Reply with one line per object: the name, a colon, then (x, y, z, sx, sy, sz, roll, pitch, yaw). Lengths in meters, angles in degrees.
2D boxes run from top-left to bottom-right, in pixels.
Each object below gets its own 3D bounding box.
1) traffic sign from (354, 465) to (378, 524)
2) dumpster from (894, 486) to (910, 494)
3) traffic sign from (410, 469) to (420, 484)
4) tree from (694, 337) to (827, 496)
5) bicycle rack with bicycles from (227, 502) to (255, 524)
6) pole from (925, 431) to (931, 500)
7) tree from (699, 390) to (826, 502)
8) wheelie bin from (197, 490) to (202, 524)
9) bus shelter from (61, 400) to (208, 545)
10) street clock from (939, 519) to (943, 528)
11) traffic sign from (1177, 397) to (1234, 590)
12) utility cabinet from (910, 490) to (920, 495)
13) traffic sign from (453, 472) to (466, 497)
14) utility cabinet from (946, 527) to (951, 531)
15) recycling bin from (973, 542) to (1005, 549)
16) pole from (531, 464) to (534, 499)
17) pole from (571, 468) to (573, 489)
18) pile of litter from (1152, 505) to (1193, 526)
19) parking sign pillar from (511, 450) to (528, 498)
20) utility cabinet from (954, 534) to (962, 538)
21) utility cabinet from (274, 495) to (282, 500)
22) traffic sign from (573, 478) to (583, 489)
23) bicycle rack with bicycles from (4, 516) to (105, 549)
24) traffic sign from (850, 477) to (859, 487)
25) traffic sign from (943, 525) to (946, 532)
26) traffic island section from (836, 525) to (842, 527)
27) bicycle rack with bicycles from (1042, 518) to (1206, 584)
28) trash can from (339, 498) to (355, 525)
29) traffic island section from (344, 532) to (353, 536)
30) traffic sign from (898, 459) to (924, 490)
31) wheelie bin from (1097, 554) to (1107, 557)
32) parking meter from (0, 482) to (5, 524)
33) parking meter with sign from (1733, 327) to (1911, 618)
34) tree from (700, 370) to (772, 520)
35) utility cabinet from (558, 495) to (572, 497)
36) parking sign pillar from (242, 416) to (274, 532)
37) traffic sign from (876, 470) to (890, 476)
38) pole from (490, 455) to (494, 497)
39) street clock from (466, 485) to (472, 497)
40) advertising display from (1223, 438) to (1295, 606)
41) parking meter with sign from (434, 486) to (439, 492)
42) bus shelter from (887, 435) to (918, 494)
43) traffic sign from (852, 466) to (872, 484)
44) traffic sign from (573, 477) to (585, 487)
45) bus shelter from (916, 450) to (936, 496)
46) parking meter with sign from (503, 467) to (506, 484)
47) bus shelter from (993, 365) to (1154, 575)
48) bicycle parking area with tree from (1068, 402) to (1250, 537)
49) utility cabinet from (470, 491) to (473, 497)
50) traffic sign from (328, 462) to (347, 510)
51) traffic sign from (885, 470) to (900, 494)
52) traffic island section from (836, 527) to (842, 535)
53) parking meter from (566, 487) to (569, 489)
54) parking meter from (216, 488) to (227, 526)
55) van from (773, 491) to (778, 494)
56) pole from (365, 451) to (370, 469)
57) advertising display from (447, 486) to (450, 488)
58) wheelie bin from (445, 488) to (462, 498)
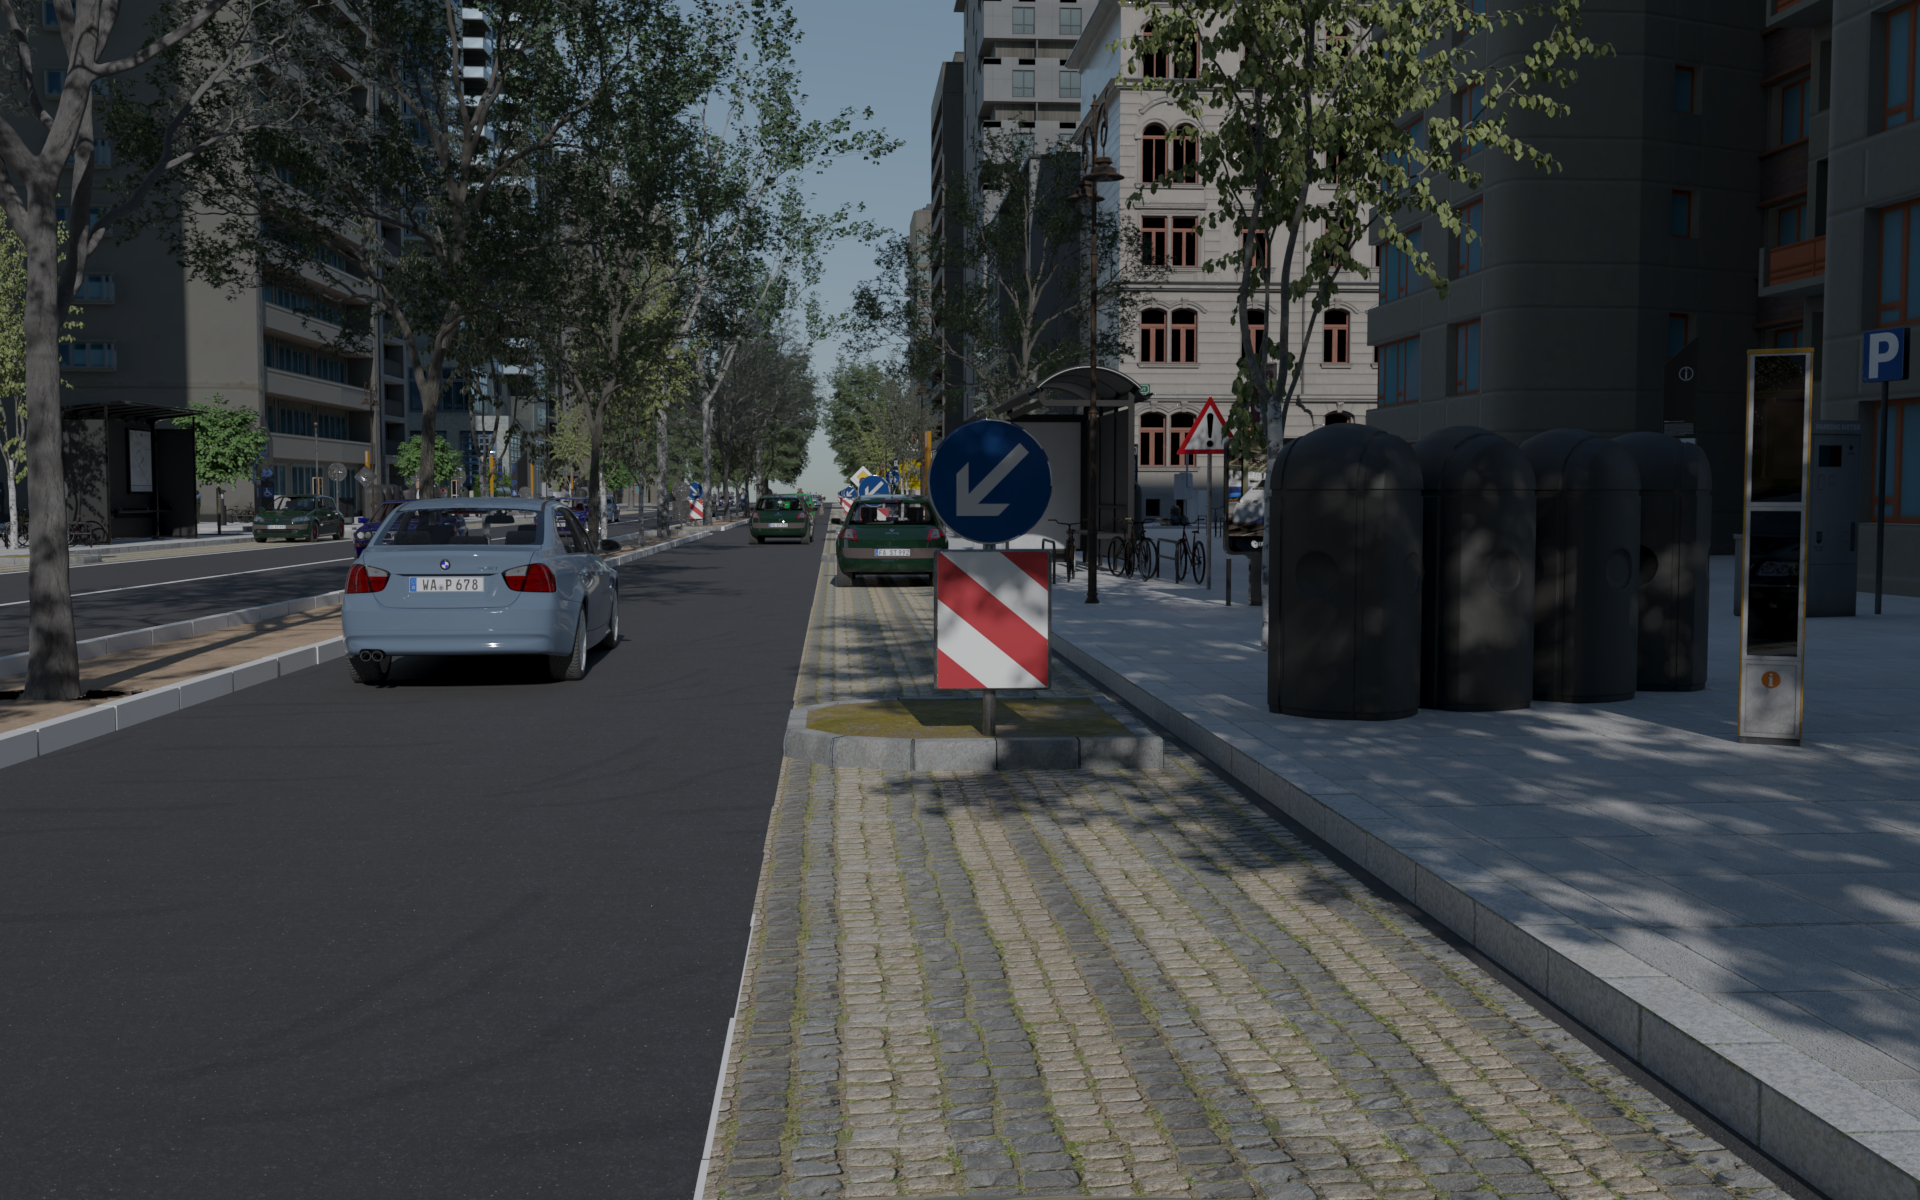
traffic sign: (-20.631, -3.457, 60.168, 0.795, 2.450, 0.064, 0, 4, -4)
dumpster: (-3.239, -6.255, 104.760, 1.502, 2.255, 1.985, 0, 4, -4)
traffic sign: (-21.208, -3.944, 68.133, 0.795, 2.450, 0.064, 0, 4, -4)
tree: (-14.598, -13.415, 128.447, 9.857, 13.997, 8.962, 0, 3, 0)
bicycle rack with bicycles: (-31.018, -3.853, 76.385, 2.925, 0.926, 2.852, 0, 4, -3)
pole: (-1.037, -3.810, 56.135, 0.158, 3.312, 0.155, 0, 3, 0)
tree: (-15.556, -13.428, 139.014, 9.611, 12.733, 9.660, 0, 3, 0)
wheelie bin: (-33.097, -4.078, 74.582, 0.693, 1.594, 0.980, 1, 4, 22)
bus shelter: (-22.074, -3.371, 46.391, 1.731, 3.624, 6.357, 0, 4, -4)
street clock: (-0.587, -3.082, 54.962, 0.358, 2.002, 0.471, 2, 4, 28)
traffic sign: (3.340, -1.419, 23.211, 0.884, 2.594, 0.081, 0, 4, 1)
utility cabinet: (-2.359, -5.005, 90.512, 0.318, 1.500, 1.173, -1, 4, -16)
traffic sign: (-26.732, -5.645, 92.404, 0.768, 2.556, 0.104, 0, 4, -2)
utility cabinet: (-0.128, -3.098, 59.336, 1.173, 1.500, 0.318, -2, 4, -30)
recycling bin: (0.748, -1.652, 39.566, 0.722, 1.027, 0.722, 2, 4, 24)
pole: (-28.864, -7.525, 116.878, 0.158, 3.312, 0.155, 0, 3, 0)
pole: (-30.775, -8.784, 137.469, 0.158, 3.312, 0.155, 0, 3, 0)
pile of litter: (8.554, -3.416, 69.824, 1.719, 0.858, 1.176, 0, 3, 0)
parking sign pillar: (-26.846, -7.162, 105.572, 1.447, 3.967, 1.447, 1, 4, 14)
utility cabinet: (0.169, -2.423, 50.778, 0.306, 1.237, 1.020, -2, 4, -29)
utility cabinet: (-31.145, -4.159, 79.163, 1.020, 1.237, 0.306, -2, 4, -29)
traffic sign: (-29.765, -8.246, 134.933, 0.768, 2.556, 0.104, 0, 4, -2)
bicycle rack with bicycles: (-22.135, -1.729, 41.658, 2.925, 0.926, 2.852, -2, 4, -29)
traffic sign: (-4.007, -4.019, 69.354, 0.795, 2.450, 0.064, 0, 4, -4)
traffic sign: (-0.466, -3.199, 52.409, 0.768, 2.556, 0.104, 0, 4, 1)
traffic island section: (-3.984, -2.884, 69.432, 2.009, 0.180, 2.903, 0, 4, -4)
bicycle rack with bicycles: (2.310, -0.754, 25.717, 2.852, 0.926, 2.925, 0, 4, -1)
trash can: (-25.471, -3.685, 71.903, 0.748, 1.137, 0.748, 0, 3, 0)
traffic island section: (-20.654, -2.321, 60.228, 2.009, 0.180, 2.903, 0, 4, -4)
traffic sign: (-2.440, -6.492, 100.012, 2.265, 3.308, 0.079, 0, 4, 3)
wheelie bin: (3.048, -1.673, 35.265, 0.693, 1.594, 0.980, 0, 4, 6)
parking meter: (-41.571, -4.234, 74.941, 0.399, 1.863, 0.255, -3, 5, -39)
parking meter with sign: (9.007, -1.340, 18.174, 1.738, 3.016, 0.543, -1, 4, -16)
tree: (-12.370, -8.758, 96.020, 4.360, 8.622, 3.978, 0, 3, 0)
utility cabinet: (-26.615, -6.451, 116.634, 1.020, 1.237, 0.306, 2, 4, 32)
parking sign pillar: (-23.915, -4.342, 59.472, 1.447, 3.967, 1.447, -2, 4, -33)
traffic sign: (-5.734, -9.014, 141.258, 2.265, 3.308, 0.079, 0, 4, -1)
pole: (-24.652, -5.955, 91.211, 0.158, 3.312, 0.155, 0, 3, 0)
street clock: (-40.279, -8.415, 142.161, 0.471, 2.002, 0.358, -2, 4, -25)
advertising display: (3.503, -0.895, 19.851, 0.974, 1.923, 0.123, 0, 4, -6)
parking meter with sign: (-32.114, -6.651, 104.998, 1.738, 3.016, 0.543, 3, 4, 39)
bus shelter: (-3.721, -8.338, 113.951, 2.179, 5.291, 8.768, 0, 4, -4)
traffic sign: (-3.430, -3.532, 61.389, 0.795, 2.450, 0.064, 0, 4, -4)
traffic sign: (-29.151, -8.105, 132.524, 0.884, 2.594, 0.081, 0, 4, -1)
bus shelter: (-0.934, -5.241, 79.620, 2.014, 3.302, 5.546, 0, 4, -4)
parking meter with sign: (-28.017, -6.950, 109.887, 1.738, 3.016, 0.543, 0, 4, -6)
bus shelter: (1.824, -2.201, 29.904, 2.014, 3.302, 5.546, 0, 4, -4)
bicycle parking area with tree: (6.069, -4.033, 52.939, 8.231, 4.147, 9.016, 1, 4, 12)
utility cabinet: (-30.723, -6.238, 110.670, 1.173, 1.500, 0.318, 1, 4, 11)
traffic sign: (-25.094, -4.263, 69.811, 0.768, 2.556, 0.104, 0, 4, -2)
traffic sign: (-3.571, -5.593, 91.549, 0.768, 2.556, 0.104, 0, 4, -3)
traffic island section: (-3.407, -2.397, 61.468, 2.009, 0.180, 2.903, 0, 4, -4)
parking meter: (-30.757, -7.964, 135.915, 0.399, 1.863, 0.255, -1, 4, -18)
parking meter: (-29.976, -3.785, 70.295, 0.372, 1.533, 0.369, 0, 3, 0)
van: (-28.457, -15.687, 263.499, 2.013, 2.044, 4.112, 0, 4, -6)
pole: (-27.967, -5.381, 81.825, 0.158, 3.312, 0.155, 0, 3, 0)
advertising display: (-39.604, -7.882, 134.076, 0.123, 1.923, 0.974, -1, 4, -9)
wheelie bin: (-27.138, -5.197, 92.880, 0.980, 1.594, 0.693, 0, 4, -2)
